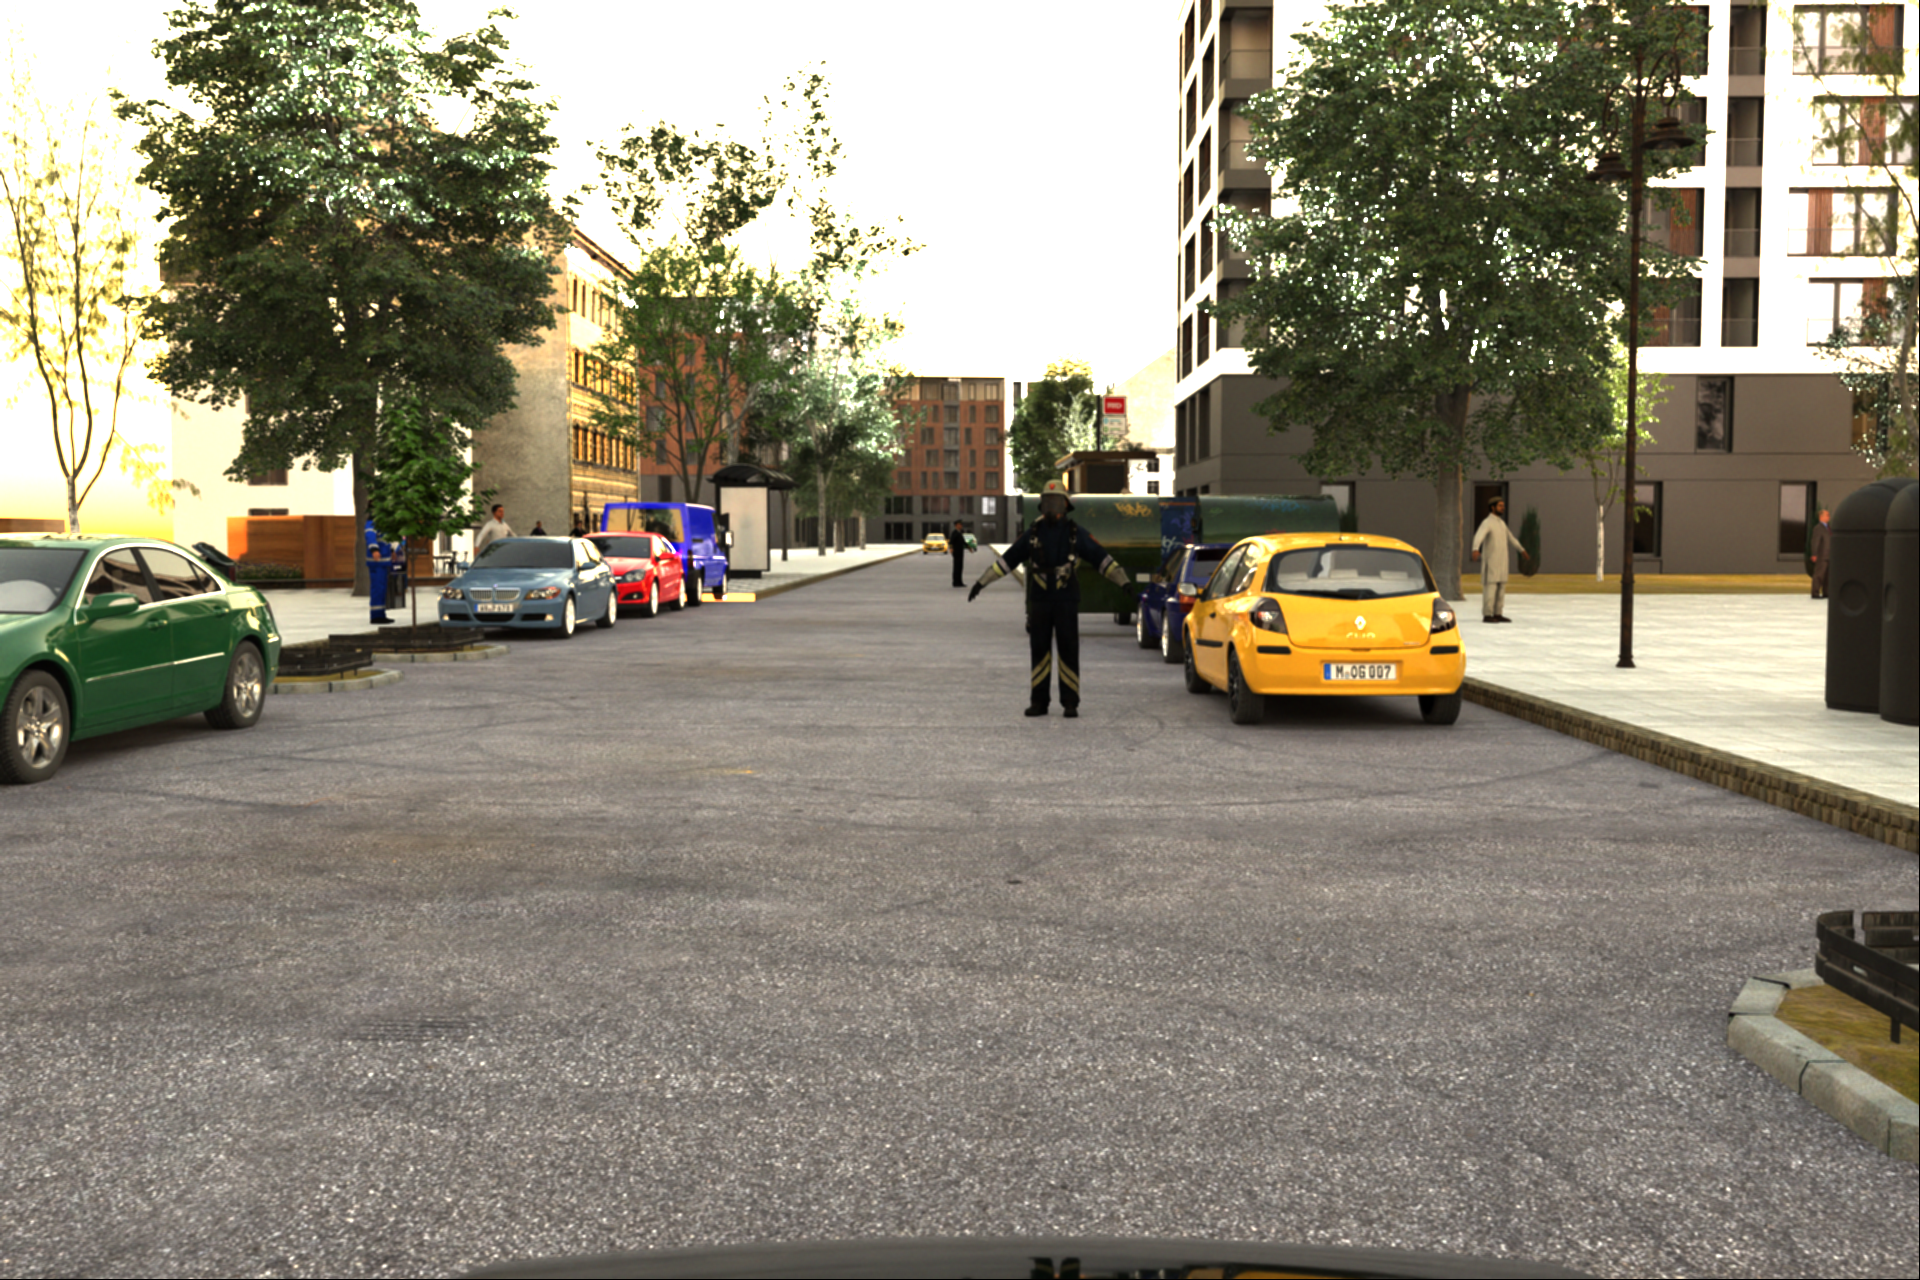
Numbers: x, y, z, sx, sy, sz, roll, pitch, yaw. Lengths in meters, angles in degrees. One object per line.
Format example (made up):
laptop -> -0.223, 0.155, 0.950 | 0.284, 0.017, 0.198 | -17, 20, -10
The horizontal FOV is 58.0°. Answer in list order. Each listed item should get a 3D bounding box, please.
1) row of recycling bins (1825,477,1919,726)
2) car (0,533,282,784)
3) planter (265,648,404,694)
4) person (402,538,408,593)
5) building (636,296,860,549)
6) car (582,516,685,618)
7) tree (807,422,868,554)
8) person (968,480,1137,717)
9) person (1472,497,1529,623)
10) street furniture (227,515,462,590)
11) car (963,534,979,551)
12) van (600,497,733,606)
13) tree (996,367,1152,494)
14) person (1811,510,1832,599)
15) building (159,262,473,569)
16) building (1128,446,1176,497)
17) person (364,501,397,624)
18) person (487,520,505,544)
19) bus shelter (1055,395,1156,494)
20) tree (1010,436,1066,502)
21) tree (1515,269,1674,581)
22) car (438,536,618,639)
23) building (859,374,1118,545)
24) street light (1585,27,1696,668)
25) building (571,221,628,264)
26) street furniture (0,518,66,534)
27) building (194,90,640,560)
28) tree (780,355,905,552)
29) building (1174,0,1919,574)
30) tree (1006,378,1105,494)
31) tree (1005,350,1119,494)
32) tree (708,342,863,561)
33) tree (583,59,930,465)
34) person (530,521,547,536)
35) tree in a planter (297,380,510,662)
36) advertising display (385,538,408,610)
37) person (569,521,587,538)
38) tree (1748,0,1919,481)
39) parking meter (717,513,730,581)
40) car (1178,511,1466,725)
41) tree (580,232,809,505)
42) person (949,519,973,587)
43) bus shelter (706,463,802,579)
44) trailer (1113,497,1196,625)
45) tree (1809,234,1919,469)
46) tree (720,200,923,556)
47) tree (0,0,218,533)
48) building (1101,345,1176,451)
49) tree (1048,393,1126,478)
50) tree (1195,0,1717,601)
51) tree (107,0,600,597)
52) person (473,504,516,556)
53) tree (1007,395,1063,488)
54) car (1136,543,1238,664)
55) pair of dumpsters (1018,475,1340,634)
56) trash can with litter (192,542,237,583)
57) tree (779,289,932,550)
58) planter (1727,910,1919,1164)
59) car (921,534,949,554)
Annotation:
row of recycling bins -> 6.753, -0.253, 11.254 | 1.069, 1.692, 3.534 | 0, 4, 1
car -> -6.178, 0.022, 11.441 | 2.131, 1.459, 4.920 | 0, 4, 1
planter -> -6.445, 0.285, 16.484 | 1.991, 0.319, 1.994 | 0, 4, 0
person -> -12.281, -1.965, 37.990 | 0.705, 1.847, 1.347 | -1, 4, -13
building -> -24.732, -19.653, 165.294 | 27.936, 21.610, 32.646 | 0, 4, 1
car -> -6.099, -1.344, 31.013 | 2.155, 1.783, 4.494 | 0, 4, 1
tree -> -8.203, -9.889, 112.048 | 4.360, 8.622, 3.978 | 0, 3, 0
person -> 0.738, -0.329, 13.619 | 1.354, 1.856, 0.705 | 1, 4, 17
person -> 7.786, -1.164, 25.120 | 1.344, 1.819, 0.704 | -3, 5, -40
street furniture -> -17.123, -2.305, 44.549 | 11.010, 1.723, 9.812 | -3, 5, -42
car -> 0.497, -8.077, 143.860 | 2.131, 1.459, 4.920 | 0, 4, 0
van -> -6.055, -1.932, 35.966 | 2.240, 2.365, 5.245 | 0, 4, 1
tree -> 6.451, -9.896, 96.213 | 8.767, 10.594, 7.601 | -1, 4, -10
person -> 17.192, -1.699, 34.368 | 0.990, 1.755, 0.434 | -2, 4, -33
building -> -23.768, -7.677, 67.665 | 9.099, 9.664, 28.070 | 0, 4, 1
building -> 21.181, -13.868, 168.889 | 9.099, 9.664, 28.070 | 0, 3, 0
person -> -8.315, -1.154, 24.841 | 0.704, 1.831, 1.345 | -1, 4, -8
person -> -17.060, -3.578, 64.627 | 1.347, 1.817, 0.704 | 1, 4, 11
bus shelter -> 3.815, -4.294, 47.843 | 2.179, 5.291, 8.768 | 0, 4, -1
tree -> 7.689, -12.606, 140.526 | 7.601, 10.594, 8.767 | -1, 4, -13
tree -> 17.207, -5.887, 46.610 | 4.737, 8.622, 4.395 | 0, 3, 0
car -> -6.180, -0.808, 25.217 | 2.014, 1.417, 4.499 | 0, 4, 1
building -> 2.559, -23.669, 233.418 | 32.646, 21.610, 27.936 | 0, 4, -5
street light -> 6.412, -2.674, 16.506 | 0.468, 5.910, 1.993 | 0, 4, 0
building -> -27.567, -15.268, 106.051 | 16.016, 20.090, 11.380 | 0, 3, 0
street furniture -> -27.149, -2.450, 46.911 | 11.010, 1.723, 9.812 | 0, 4, -7
building -> -28.502, -16.106, 94.269 | 19.493, 23.208, 18.063 | 0, 3, 0
tree -> -8.507, -13.150, 121.652 | 9.857, 13.997, 8.962 | 0, 3, 0
building -> 22.584, -13.898, 71.202 | 27.936, 21.610, 32.646 | 0, 4, 1
tree -> 6.616, -11.638, 116.031 | 9.928, 11.665, 9.643 | 0, 3, 0
tree -> 6.540, -11.556, 107.063 | 7.486, 12.596, 7.792 | 0, 3, 0
tree -> -8.238, -9.097, 83.147 | 8.767, 10.594, 7.601 | 2, 4, 27
tree -> -7.990, -13.025, 68.851 | 12.611, 20.169, 13.585 | 0, 3, 0
person -> -16.875, -3.871, 69.512 | 0.704, 1.802, 1.346 | 2, 4, 31
tree in a planter -> -6.407, -1.408, 20.236 | 1.991, 3.239, 1.994 | 0, 4, 2
advertising display -> -9.688, -1.496, 29.675 | 0.123, 1.923, 0.974 | 0, 4, 1
person -> -15.244, -3.867, 69.413 | 0.705, 1.806, 1.347 | 3, 5, 42
tree -> 8.737, -4.007, 15.880 | 4.360, 8.622, 3.978 | 0, 3, 0
parking meter -> -6.555, -2.566, 47.667 | 0.399, 1.863, 0.255 | 0, 4, 1
car -> 2.894, -0.259, 14.452 | 2.015, 1.641, 3.980 | 0, 3, 0
tree -> -9.073, -8.133, 58.736 | 9.928, 11.665, 9.643 | 0, 3, 0
person -> -0.023, -2.362, 47.012 | 0.705, 1.837, 1.347 | 2, 4, 26
bus shelter -> -6.128, -3.562, 52.159 | 2.014, 3.302, 5.546 | 0, 4, 3
trailer -> 3.199, -1.305, 28.390 | 1.471, 1.999, 3.904 | 0, 4, 0
tree -> 28.740, -6.981, 48.554 | 8.767, 10.594, 7.601 | 1, 4, 13
tree -> -8.098, -14.940, 100.153 | 12.611, 20.169, 13.585 | 0, 3, 0
tree -> -11.951, -4.463, 23.335 | 4.360, 8.622, 3.978 | 0, 3, 0
building -> 25.484, -22.425, 197.581 | 19.493, 23.208, 18.063 | 0, 4, 1
tree -> 6.492, -8.509, 89.488 | 4.360, 8.622, 3.978 | 0, 3, 0
tree -> 9.298, -7.731, 33.060 | 9.857, 13.997, 8.962 | 0, 3, 0
tree -> -12.194, -7.869, 35.321 | 9.857, 13.997, 8.962 | 0, 3, 0
person -> -8.257, -1.524, 31.069 | 0.704, 1.810, 1.344 | 2, 4, 31
tree -> 6.931, -12.198, 125.191 | 9.928, 11.665, 9.643 | 0, 3, 0
car -> 3.108, -0.485, 20.515 | 1.945, 1.354, 3.894 | 0, 4, -1
pair of dumpsters -> 3.044, -1.194, 24.470 | 4.436, 2.255, 1.574 | 0, 4, 0
trash can with litter -> -9.880, -0.742, 23.514 | 1.055, 1.170, 0.624 | 0, 4, 1
tree -> -8.521, -17.180, 136.780 | 12.611, 20.169, 13.585 | 0, 3, 0
planter -> 3.138, 1.021, 4.447 | 1.991, 0.319, 1.994 | 0, 4, 1
car -> -1.748, -6.969, 124.169 | 2.015, 1.641, 3.980 | 0, 4, 1
